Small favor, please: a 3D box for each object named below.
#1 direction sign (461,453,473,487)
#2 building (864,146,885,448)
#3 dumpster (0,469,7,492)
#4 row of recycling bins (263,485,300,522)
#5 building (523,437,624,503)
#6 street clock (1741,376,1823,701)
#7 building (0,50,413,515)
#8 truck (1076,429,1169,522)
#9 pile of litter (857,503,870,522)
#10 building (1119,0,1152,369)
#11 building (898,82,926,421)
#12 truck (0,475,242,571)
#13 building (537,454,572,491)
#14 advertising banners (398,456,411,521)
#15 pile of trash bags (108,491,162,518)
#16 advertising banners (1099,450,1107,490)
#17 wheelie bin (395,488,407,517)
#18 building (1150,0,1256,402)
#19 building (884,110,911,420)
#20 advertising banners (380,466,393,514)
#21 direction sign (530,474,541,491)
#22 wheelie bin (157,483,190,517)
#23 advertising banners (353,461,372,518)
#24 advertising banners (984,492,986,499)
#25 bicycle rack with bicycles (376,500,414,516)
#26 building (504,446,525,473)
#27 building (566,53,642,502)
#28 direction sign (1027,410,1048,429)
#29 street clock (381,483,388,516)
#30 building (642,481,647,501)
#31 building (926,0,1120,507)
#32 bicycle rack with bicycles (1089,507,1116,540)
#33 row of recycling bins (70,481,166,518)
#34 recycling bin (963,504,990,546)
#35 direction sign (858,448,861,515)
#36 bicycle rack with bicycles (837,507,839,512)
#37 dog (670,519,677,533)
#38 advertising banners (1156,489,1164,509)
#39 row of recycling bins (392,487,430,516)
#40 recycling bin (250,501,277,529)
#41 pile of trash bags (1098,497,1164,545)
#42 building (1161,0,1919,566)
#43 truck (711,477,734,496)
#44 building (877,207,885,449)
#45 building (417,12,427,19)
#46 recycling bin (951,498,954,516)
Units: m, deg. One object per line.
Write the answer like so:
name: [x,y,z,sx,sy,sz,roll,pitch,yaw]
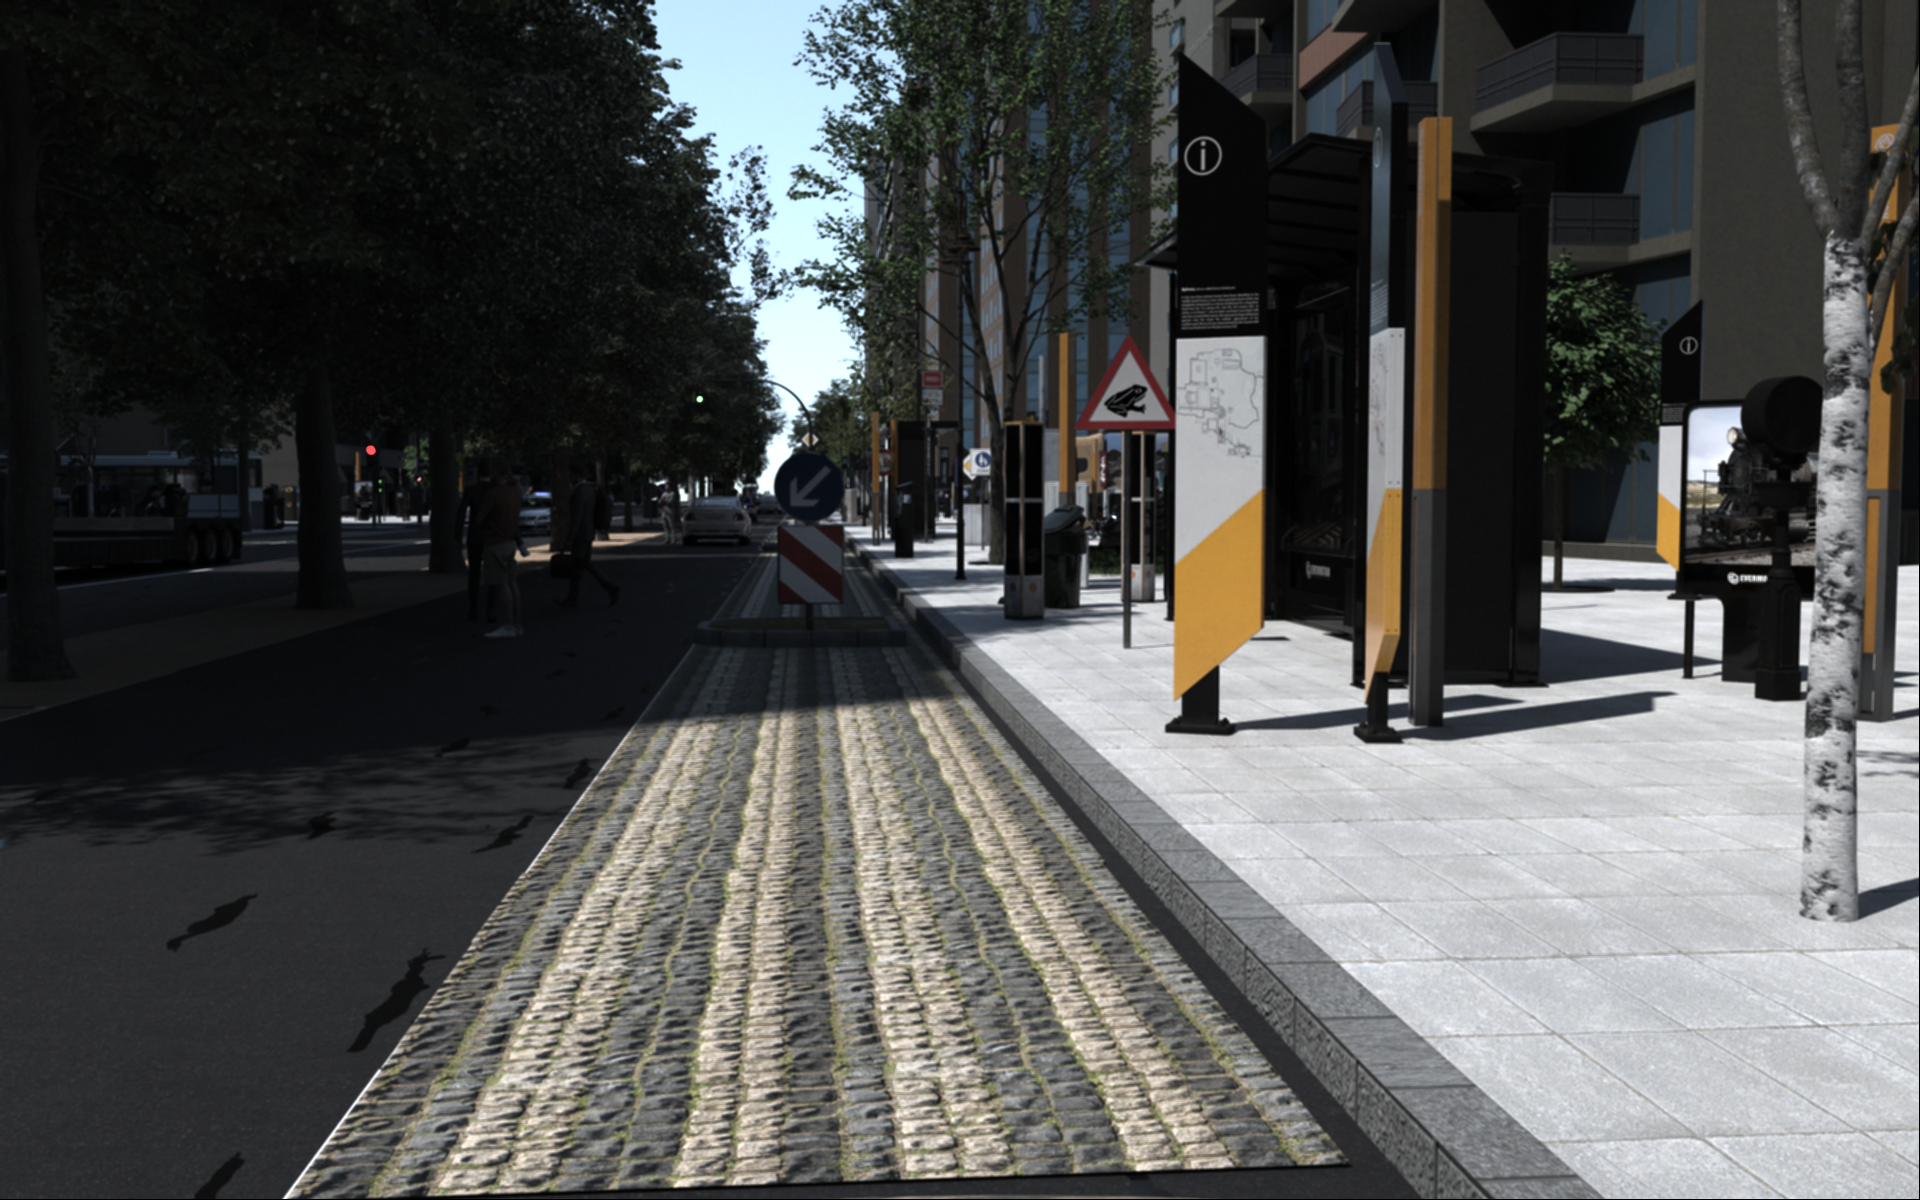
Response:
direction sign: [-27.041,-6.293,94.883,0.379,3.537,0.876,3,4,38]
building: [-5.865,-46.163,296.767,21.231,58.520,28.212,0,4,-5]
dumpster: [-22.521,-2.156,41.003,1.264,1.857,1.865,0,4,-5]
row of recycling bins: [-33.845,-4.692,83.834,3.534,1.692,1.069,1,4,10]
building: [-60.681,-36.648,253.822,22.147,44.769,28.867,0,4,-5]
street clock: [5.106,-0.378,10.757,0.471,2.002,0.358,-1,4,-12]
building: [-47.270,-29.509,106.179,21.300,48.544,21.600,0,4,-5]
truck: [8.330,-5.211,74.117,11.283,4.237,2.839,0,4,-5]
pile of litter: [-4.528,-4.563,88.573,1.176,0.858,1.719,-1,4,-19]
building: [8.960,-28.505,116.171,14.600,45.320,14.200,0,4,-5]
building: [4.767,-32.376,183.975,22.147,44.769,28.867,0,4,-5]
truck: [-15.489,-2.276,26.977,2.967,4.110,18.799,0,4,-5]
building: [-52.469,-31.493,198.512,14.154,41.232,14.086,0,4,-5]
advertising banners: [-26.203,-5.228,81.668,0.090,3.025,2.074,0,4,-4]
pile of trash bags: [-25.046,-2.663,53.296,1.912,1.369,3.447,-1,4,-10]
advertising banners: [6.170,-4.458,69.072,0.090,3.025,2.074,-2,4,-34]
wheelie bin: [-30.786,-5.359,95.532,0.693,1.594,0.980,-3,4,-38]
building: [21.854,-28.892,96.080,21.600,48.544,21.300,0,4,-5]
building: [2.068,-35.792,208.906,21.300,48.544,21.600,0,4,-5]
advertising banners: [-35.793,-6.902,109.029,2.074,3.025,0.090,2,4,34]
direction sign: [-33.337,-8.810,136.043,0.876,3.537,0.379,0,4,1]
wheelie bin: [-23.140,-2.639,51.059,0.693,1.594,0.980,1,4,12]
advertising banners: [-31.558,-5.826,91.436,0.090,3.025,2.074,0,4,5]
advertising banners: [2.819,-8.445,134.264,2.074,3.025,0.090,-1,4,-20]
bicycle rack with bicycles: [-32.733,-5.262,99.415,2.852,0.926,2.925,0,4,4]
building: [-47.652,-28.876,155.716,14.154,41.232,14.086,0,4,-5]
building: [-62.202,-51.349,277.810,20.563,71.187,20.611,0,4,-5]
direction sign: [2.099,-3.376,47.203,0.379,3.537,0.876,-3,4,-37]
street clock: [-34.433,-6.049,103.474,0.358,2.002,0.471,2,4,33]
building: [-61.154,-37.497,296.677,14.154,41.232,14.086,0,4,-5]
building: [4.548,-30.255,144.783,14.600,45.320,14.200,0,4,-5]
bicycle rack with bicycles: [4.011,-2.186,49.120,2.925,0.926,2.852,-1,4,-14]
row of recycling bins: [-27.077,-2.987,55.948,3.534,1.692,1.069,1,4,11]
recycling bin: [0.356,-1.882,43.323,0.722,1.027,0.722,1,4,10]
direction sign: [-4.925,-5.707,85.304,0.379,3.537,0.876,0,4,4]
bicycle rack with bicycles: [-8.185,-6.848,125.342,2.852,0.926,2.925,-1,4,-17]
dog: [-10.696,-2.770,64.571,0.406,0.507,0.540,-3,4,-38]
advertising banners: [5.657,-3.286,49.913,0.090,3.025,2.074,-1,4,-12]
row of recycling bins: [-33.217,-5.988,105.019,1.069,1.692,3.534,1,4,12]
recycling bin: [-25.708,-3.143,63.942,0.722,1.027,0.722,0,4,1]
pile of trash bags: [4.738,-2.009,42.593,1.912,1.369,3.447,2,4,26]
building: [18.718,-23.800,43.757,22.147,44.769,28.867,0,4,-5]
truck: [-27.562,-12.985,201.224,2.839,4.237,11.283,0,4,-6]
building: [-1.352,-39.656,267.984,23.786,49.044,30.456,0,4,-5]
building: [-44.403,-27.583,134.581,14.154,41.232,14.086,0,4,-5]
recycling bin: [-0.301,-5.554,103.355,0.722,1.027,0.722,-2,4,-25]
